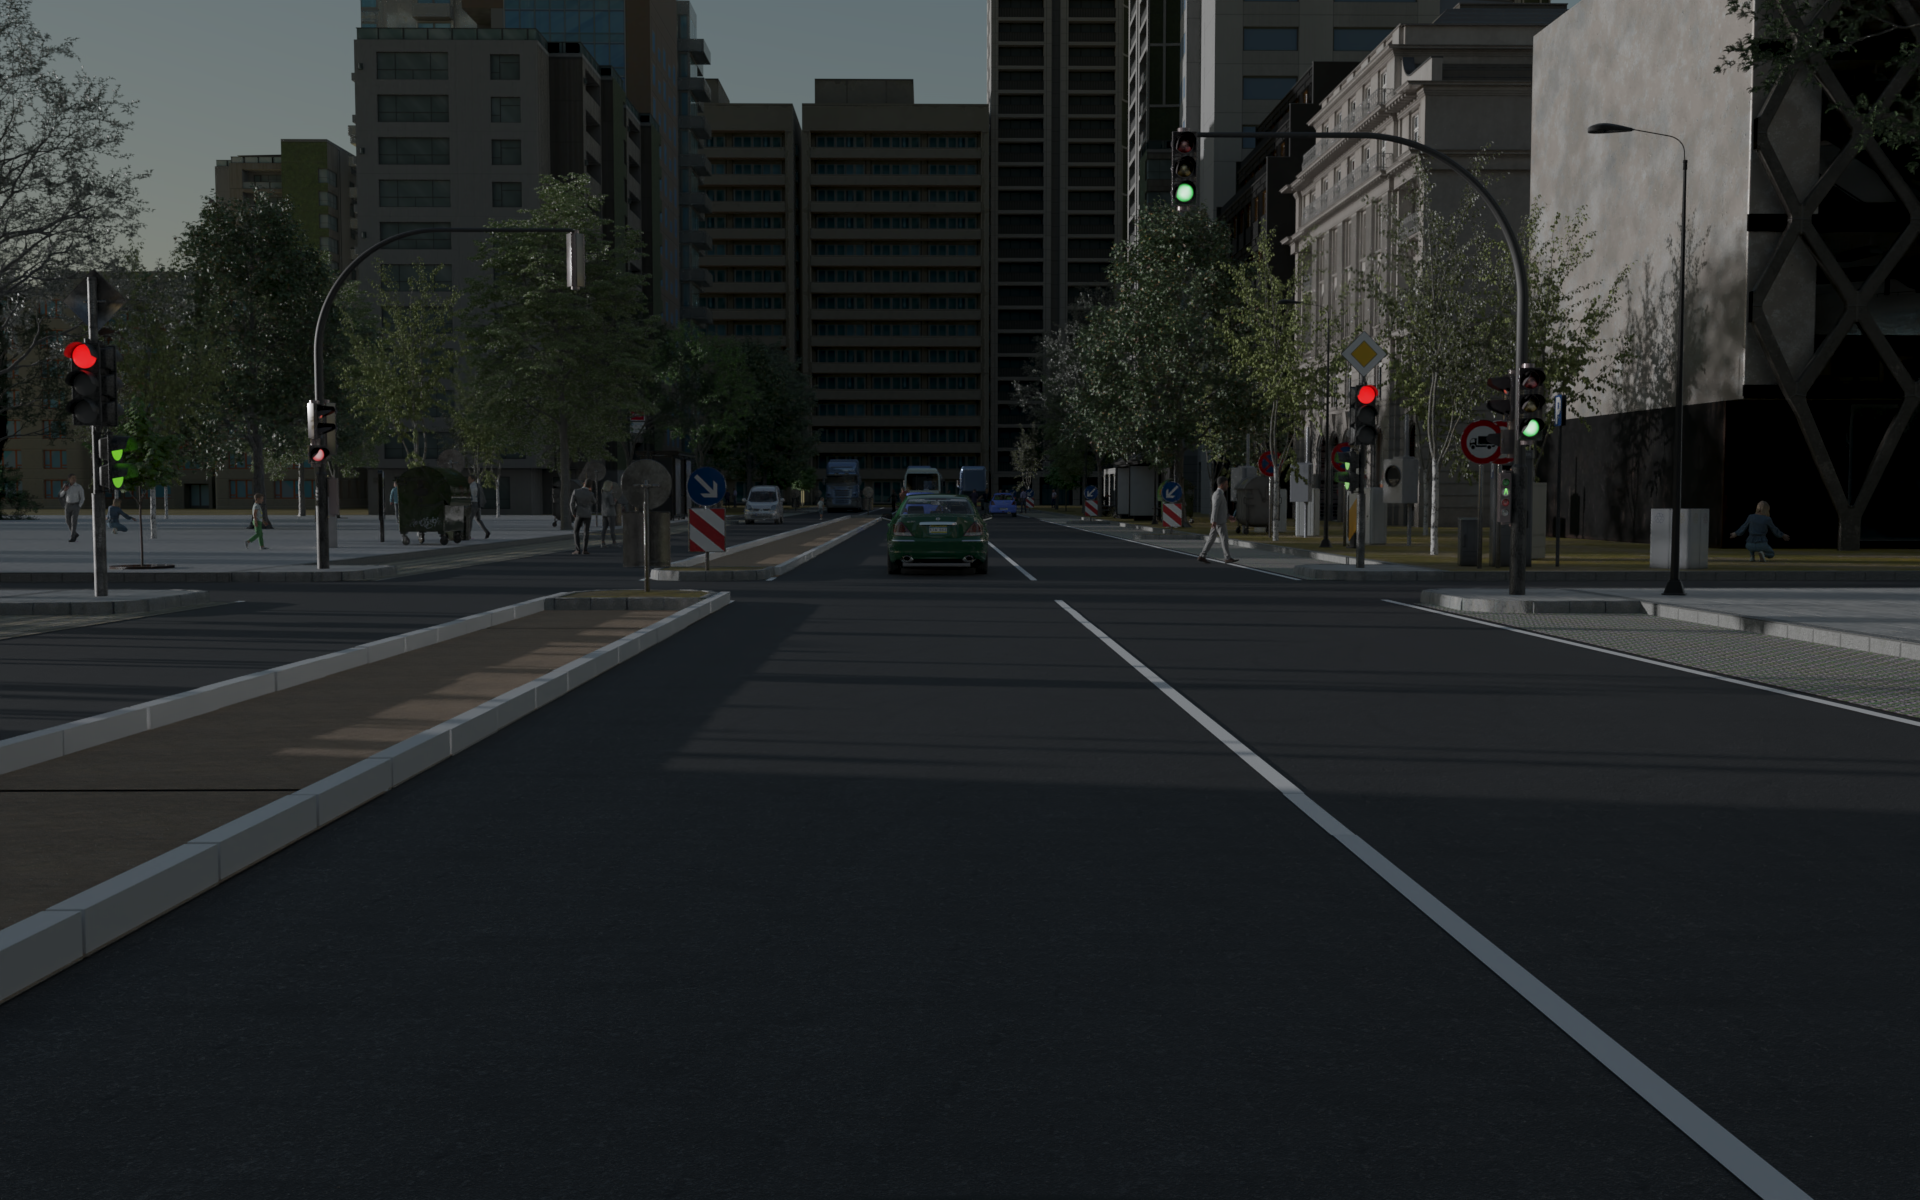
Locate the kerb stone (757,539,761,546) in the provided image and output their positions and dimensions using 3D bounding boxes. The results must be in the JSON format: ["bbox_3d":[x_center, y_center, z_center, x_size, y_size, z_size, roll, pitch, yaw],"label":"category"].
[{"bbox_3d":[-5.609,-1.537,47.321,0.120,0.150,1.000,0,4,-1],"label":"kerb stone"}]

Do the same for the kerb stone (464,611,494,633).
[{"bbox_3d":[-5.097,0.248,18.145,0.120,0.150,1.000,0,4,-1],"label":"kerb stone"}]

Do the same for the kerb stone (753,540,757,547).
[{"bbox_3d":[-5.598,-1.474,46.298,0.120,0.150,1.000,0,4,-1],"label":"kerb stone"}]

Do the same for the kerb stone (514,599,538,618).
[{"bbox_3d":[-5.127,0.124,20.197,0.120,0.150,1.000,0,4,-1],"label":"kerb stone"}]

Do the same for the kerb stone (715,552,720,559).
[{"bbox_3d":[-5.447,-0.972,38.088,0.120,0.150,1.000,0,4,-1],"label":"kerb stone"}]

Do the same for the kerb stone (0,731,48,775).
[{"bbox_3d":[-4.926,0.812,8.912,0.120,0.150,1.000,0,4,-1],"label":"kerb stone"}]

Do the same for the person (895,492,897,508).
[{"bbox_3d":[-6.603,-10.202,176.778,0.415,1.643,0.593,-1,4,-10],"label":"person"}]

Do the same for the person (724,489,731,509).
[{"bbox_3d":[-20.510,-8.920,152.811,0.541,1.710,0.530,0,4,-4],"label":"person"}]

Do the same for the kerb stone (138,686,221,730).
[{"bbox_3d":[-4.957,0.687,10.956,0.120,0.150,1.000,0,4,-1],"label":"kerb stone"}]

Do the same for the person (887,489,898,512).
[{"bbox_3d":[-5.373,-8.000,139.434,0.705,1.807,1.348,2,4,32],"label":"person"}]

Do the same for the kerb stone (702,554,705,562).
[{"bbox_3d":[-5.417,-0.847,36.042,0.120,0.150,1.000,0,4,-1],"label":"kerb stone"}]

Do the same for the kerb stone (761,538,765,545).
[{"bbox_3d":[-5.626,-1.599,48.346,0.120,0.150,1.000,0,4,-1],"label":"kerb stone"}]

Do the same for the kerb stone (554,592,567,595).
[{"bbox_3d":[-5.164,0.005,22.243,0.120,0.150,1.000,0,4,-1],"label":"kerb stone"}]

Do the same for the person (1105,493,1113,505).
[{"bbox_3d":[13.593,-9.186,159.497,1.065,1.426,0.557,2,4,28],"label":"person"}]

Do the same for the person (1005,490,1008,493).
[{"bbox_3d":[3.580,-7.739,135.767,0.721,1.736,1.217,-1,4,-20],"label":"person"}]

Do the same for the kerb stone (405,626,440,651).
[{"bbox_3d":[-5.054,0.375,16.085,0.120,0.150,1.000,0,4,-1],"label":"kerb stone"}]

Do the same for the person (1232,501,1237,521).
[{"bbox_3d":[13.205,-4.621,81.936,0.721,1.781,0.623,-1,4,-10],"label":"person"}]

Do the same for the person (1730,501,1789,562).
[{"bbox_3d":[15.130,-1.308,32.920,1.012,1.151,0.738,3,5,42],"label":"person"}]

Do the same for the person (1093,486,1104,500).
[{"bbox_3d":[9.406,-6.942,119.633,1.348,1.812,0.705,2,4,23],"label":"person"}]

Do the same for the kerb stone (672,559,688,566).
[{"bbox_3d":[-5.358,-0.655,32.963,0.120,0.150,1.000,0,4,-1],"label":"kerb stone"}]

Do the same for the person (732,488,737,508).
[{"bbox_3d":[-21.274,-9.584,162.605,0.599,1.838,0.709,1,4,8],"label":"person"}]

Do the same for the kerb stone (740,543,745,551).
[{"bbox_3d":[-5.546,-1.286,43.215,0.120,0.150,1.000,0,4,-1],"label":"kerb stone"}]

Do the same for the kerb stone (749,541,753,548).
[{"bbox_3d":[-5.583,-1.410,45.276,0.120,0.150,1.000,0,4,-1],"label":"kerb stone"}]

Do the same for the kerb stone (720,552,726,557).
[{"bbox_3d":[-5.470,-1.035,39.113,0.120,0.150,1.000,0,4,-1],"label":"kerb stone"}]

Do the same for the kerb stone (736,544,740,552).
[{"bbox_3d":[-5.526,-1.223,42.191,0.120,0.150,1.000,0,4,-1],"label":"kerb stone"}]

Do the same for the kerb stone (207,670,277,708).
[{"bbox_3d":[-4.988,0.625,11.977,0.120,0.150,1.000,0,4,-1],"label":"kerb stone"}]

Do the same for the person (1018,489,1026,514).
[{"bbox_3d":[4.549,-7.254,126.968,0.709,1.838,0.599,-3,5,-39],"label":"person"}]

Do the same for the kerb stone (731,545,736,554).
[{"bbox_3d":[-5.500,-1.160,41.164,0.120,0.150,1.000,0,4,-1],"label":"kerb stone"}]

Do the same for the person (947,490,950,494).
[{"bbox_3d":[-0.919,-9.072,157.281,0.683,1.767,0.568,-3,5,-42],"label":"person"}]

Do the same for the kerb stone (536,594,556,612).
[{"bbox_3d":[-5.151,0.062,21.221,0.120,0.150,1.000,0,4,-1],"label":"kerb stone"}]

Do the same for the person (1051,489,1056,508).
[{"bbox_3d":[8.580,-9.294,158.930,0.436,1.711,0.756,-1,4,-20],"label":"person"}]

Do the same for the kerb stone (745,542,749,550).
[{"bbox_3d":[-5.560,-1.348,44.238,0.120,0.150,1.000,0,4,-1],"label":"kerb stone"}]

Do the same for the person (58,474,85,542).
[{"bbox_3d":[-23.805,-2.462,46.397,0.679,1.850,0.850,0,4,-7],"label":"person"}]

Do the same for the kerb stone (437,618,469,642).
[{"bbox_3d":[-5.075,0.317,17.117,0.120,0.150,1.000,0,4,-1],"label":"kerb stone"}]

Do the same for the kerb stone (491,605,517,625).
[{"bbox_3d":[-5.111,0.187,19.171,0.120,0.150,1.000,0,4,-1],"label":"kerb stone"}]

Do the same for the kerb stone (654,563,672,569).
[{"bbox_3d":[-5.321,-0.533,30.918,0.120,0.150,1.000,0,4,-1],"label":"kerb stone"}]

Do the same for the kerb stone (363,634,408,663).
[{"bbox_3d":[-5.036,0.437,15.058,0.120,0.150,1.000,0,4,-1],"label":"kerb stone"}]

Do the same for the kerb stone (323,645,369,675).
[{"bbox_3d":[-5.029,0.507,14.034,0.120,0.150,1.000,0,4,-1],"label":"kerb stone"}]

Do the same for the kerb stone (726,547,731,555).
[{"bbox_3d":[-5.488,-1.097,40.137,0.120,0.150,1.000,0,4,-1],"label":"kerb stone"}]

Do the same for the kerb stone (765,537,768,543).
[{"bbox_3d":[-5.653,-1.660,49.376,0.120,0.150,1.000,0,4,-1],"label":"kerb stone"}]

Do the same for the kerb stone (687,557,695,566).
[{"bbox_3d":[-5.369,-0.713,33.991,0.120,0.150,1.000,0,4,-1],"label":"kerb stone"}]

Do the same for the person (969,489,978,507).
[{"bbox_3d":[0.846,-6.597,116.804,0.683,1.767,0.568,-2,4,-30],"label":"person"}]

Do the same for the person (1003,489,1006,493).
[{"bbox_3d":[4.113,-9.351,161.013,1.348,1.869,0.705,-3,5,-41],"label":"person"}]

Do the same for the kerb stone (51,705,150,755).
[{"bbox_3d":[-4.949,0.752,9.934,0.120,0.150,1.000,0,4,-1],"label":"kerb stone"}]

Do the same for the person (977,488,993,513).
[{"bbox_3d":[1.732,-6.303,111.564,1.348,1.822,0.705,0,4,-3],"label":"person"}]

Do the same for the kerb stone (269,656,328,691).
[{"bbox_3d":[-4.999,0.562,13.005,0.120,0.150,1.000,0,4,-1],"label":"kerb stone"}]

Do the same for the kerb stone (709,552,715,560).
[{"bbox_3d":[-5.428,-0.909,37.064,0.120,0.150,1.000,0,4,-1],"label":"kerb stone"}]

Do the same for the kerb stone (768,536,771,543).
[{"bbox_3d":[-5.672,-1.726,50.411,0.120,0.150,1.000,0,4,-1],"label":"kerb stone"}]

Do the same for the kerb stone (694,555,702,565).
[{"bbox_3d":[-5.400,-0.782,35.020,0.120,0.150,1.000,0,4,-1],"label":"kerb stone"}]

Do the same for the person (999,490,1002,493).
[{"bbox_3d":[3.147,-7.865,137.642,0.434,1.755,0.990,2,4,34],"label":"person"}]
